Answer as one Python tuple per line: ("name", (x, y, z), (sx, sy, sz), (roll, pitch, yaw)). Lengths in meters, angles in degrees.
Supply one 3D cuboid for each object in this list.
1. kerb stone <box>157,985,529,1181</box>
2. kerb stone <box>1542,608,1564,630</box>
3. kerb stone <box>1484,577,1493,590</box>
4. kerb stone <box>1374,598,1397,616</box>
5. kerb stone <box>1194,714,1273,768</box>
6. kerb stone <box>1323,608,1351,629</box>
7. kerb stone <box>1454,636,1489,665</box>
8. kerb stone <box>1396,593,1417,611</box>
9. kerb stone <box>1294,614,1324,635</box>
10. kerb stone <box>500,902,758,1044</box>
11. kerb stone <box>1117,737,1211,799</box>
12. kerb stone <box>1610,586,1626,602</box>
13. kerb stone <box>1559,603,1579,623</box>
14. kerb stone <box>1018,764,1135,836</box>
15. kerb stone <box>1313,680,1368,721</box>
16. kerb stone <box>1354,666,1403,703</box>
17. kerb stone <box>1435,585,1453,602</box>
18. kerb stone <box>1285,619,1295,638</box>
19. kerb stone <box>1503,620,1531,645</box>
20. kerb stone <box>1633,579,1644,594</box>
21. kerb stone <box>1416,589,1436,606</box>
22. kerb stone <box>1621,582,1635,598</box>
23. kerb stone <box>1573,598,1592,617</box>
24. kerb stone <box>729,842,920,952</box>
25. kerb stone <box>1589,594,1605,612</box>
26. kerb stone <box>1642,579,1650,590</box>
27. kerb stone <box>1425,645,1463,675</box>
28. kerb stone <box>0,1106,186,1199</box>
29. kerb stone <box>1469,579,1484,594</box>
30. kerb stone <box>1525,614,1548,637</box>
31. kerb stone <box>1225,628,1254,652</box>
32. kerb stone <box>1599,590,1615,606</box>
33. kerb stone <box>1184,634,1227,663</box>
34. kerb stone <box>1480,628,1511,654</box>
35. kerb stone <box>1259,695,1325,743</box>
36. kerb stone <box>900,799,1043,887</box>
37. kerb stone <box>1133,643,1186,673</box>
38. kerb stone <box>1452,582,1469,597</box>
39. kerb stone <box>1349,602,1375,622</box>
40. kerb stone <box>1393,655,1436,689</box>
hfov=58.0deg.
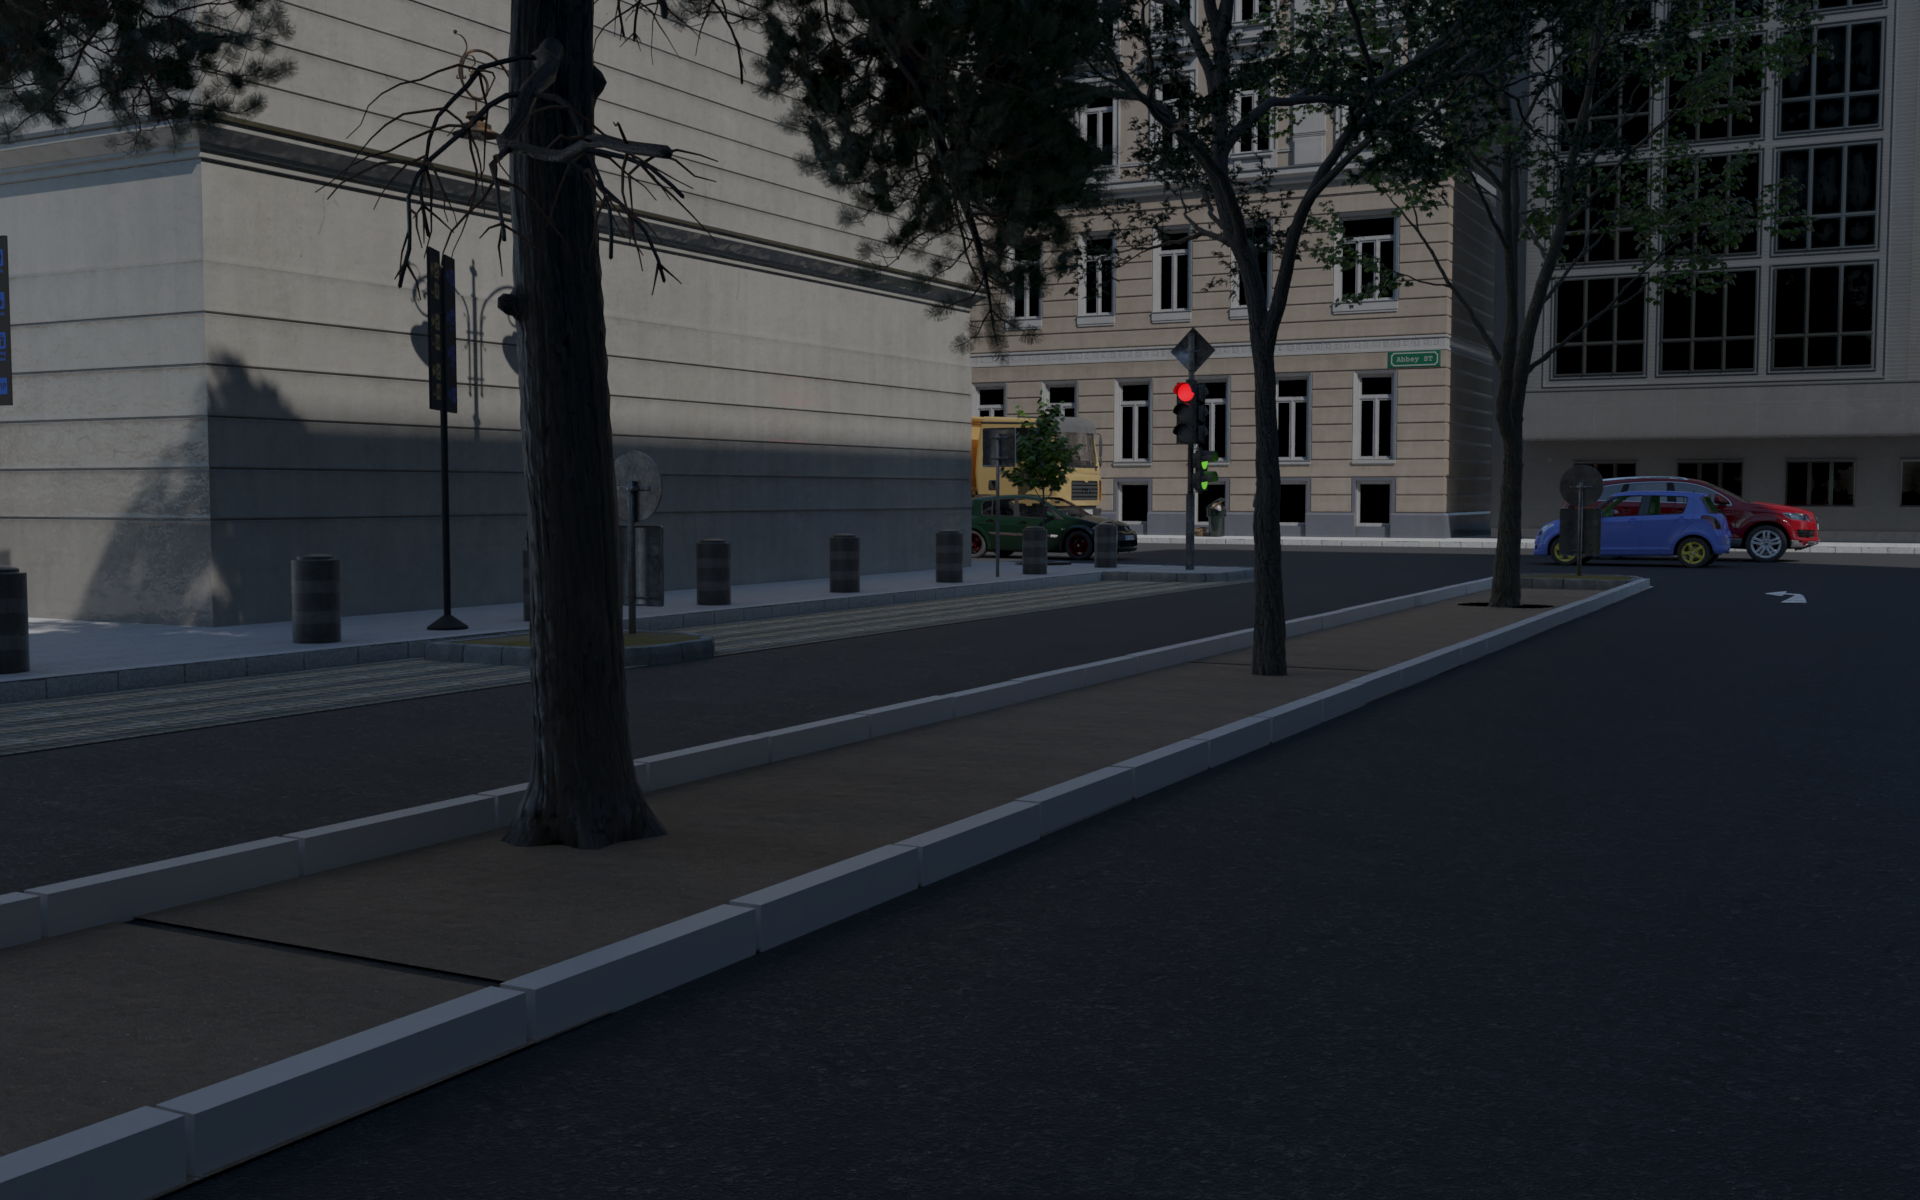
("kerb stone", (-1.411, 1.115, 4.074), (0.120, 0.150, 1.000), (2, 4, 28))
("kerb stone", (6.315, 0.220, 18.602), (0.120, 0.150, 1.000), (2, 4, 28))
("kerb stone", (7.866, -0.231, 25.990), (0.120, 0.150, 1.000), (2, 4, 28))
("kerb stone", (4.970, 0.102, 20.544), (0.120, 0.150, 1.000), (2, 4, 28))
("kerb stone", (1.489, 0.776, 9.514), (0.120, 0.150, 1.000), (2, 4, 28))
("kerb stone", (4.009, 0.216, 18.718), (0.120, 0.150, 1.000), (2, 4, 28))
("kerb stone", (4.382, 0.443, 14.958), (0.120, 0.150, 1.000), (2, 4, 28))
("kerb stone", (5.451, 0.047, 21.449), (0.120, 0.150, 1.000), (2, 4, 28))
("kerb stone", (3.517, 0.270, 17.819), (0.120, 0.150, 1.000), (2, 4, 28))
("kerb stone", (-0.923, 1.059, 4.976), (0.120, 0.150, 1.000), (2, 4, 28))
("kerb stone", (1.004, 0.831, 8.604), (0.120, 0.150, 1.000), (2, 4, 28))
("kerb stone", (8.726, -0.057, 23.132), (0.120, 0.150, 1.000), (2, 4, 28))
("kerb stone", (6.798, 0.164, 19.506), (0.120, 0.150, 1.000), (2, 4, 28))
("kerb stone", (0.519, 0.888, 7.696), (0.120, 0.150, 1.000), (2, 4, 28))
("kerb stone", (2.462, 0.665, 11.337), (0.120, 0.150, 1.000), (2, 4, 28))
("kerb stone", (2.933, 0.608, 12.247), (0.120, 0.150, 1.000), (2, 4, 28))
("kerb stone", (6.419, -0.064, 23.259), (0.120, 0.150, 1.000), (2, 4, 28))
("kerb stone", (3.042, 0.323, 16.911), (0.120, 0.150, 1.000), (2, 4, 28))
("kerb stone", (5.349, 0.331, 16.776), (0.120, 0.150, 1.000), (2, 4, 28))
("kerb stone", (9.688, -0.167, 24.945), (0.120, 0.150, 1.000), (2, 4, 28))
("kerb stone", (5.938, -0.008, 22.351), (0.120, 0.150, 1.000), (2, 4, 28))
("kerb stone", (9.206, -0.113, 24.038), (0.120, 0.150, 1.000), (2, 4, 28))
("kerb stone", (7.283, 0.109, 20.416), (0.120, 0.150, 1.000), (2, 4, 28))
("kerb stone", (-0.440, 0.999, 5.880), (0.120, 0.150, 1.000), (2, 4, 28))
("kerb stone", (7.768, 0.057, 21.321), (0.120, 0.150, 1.000), (2, 4, 28))
("kerb stone", (10.173, -0.223, 25.850), (0.120, 0.150, 1.000), (2, 4, 28))
("kerb stone", (3.896, 0.498, 14.056), (0.120, 0.150, 1.000), (2, 4, 28))
("kerb stone", (-1.888, 1.164, 3.167), (0.120, 0.150, 1.000), (2, 4, 28))
("kerb stone", (7.387, -0.177, 25.082), (0.120, 0.150, 1.000), (2, 4, 28))
("kerb stone", (5.831, 0.276, 17.690), (0.120, 0.150, 1.000), (2, 4, 28))
("kerb stone", (2.556, 0.378, 16.009), (0.120, 0.150, 1.000), (2, 4, 28))
("kerb stone", (8.242, 0.000, 22.229), (0.120, 0.150, 1.000), (2, 4, 28))
("kerb stone", (2.078, 0.434, 15.098), (0.120, 0.150, 1.000), (2, 4, 28))
("kerb stone", (4.869, 0.387, 15.871), (0.120, 0.150, 1.000), (2, 4, 28))
("kerb stone", (1.978, 0.720, 10.427), (0.120, 0.150, 1.000), (2, 4, 28))
("kerb stone", (0.045, 0.945, 6.782), (0.120, 0.150, 1.000), (2, 4, 28))
("kerb stone", (1.595, 0.490, 14.187), (0.120, 0.150, 1.000), (2, 4, 28))
("kerb stone", (6.893, -0.121, 24.167), (0.120, 0.150, 1.000), (2, 4, 28))
("kerb stone", (4.485, 0.157, 19.625), (0.120, 0.150, 1.000), (2, 4, 28))
("kerb stone", (3.417, 0.553, 13.150), (0.120, 0.150, 1.000), (2, 4, 28))
